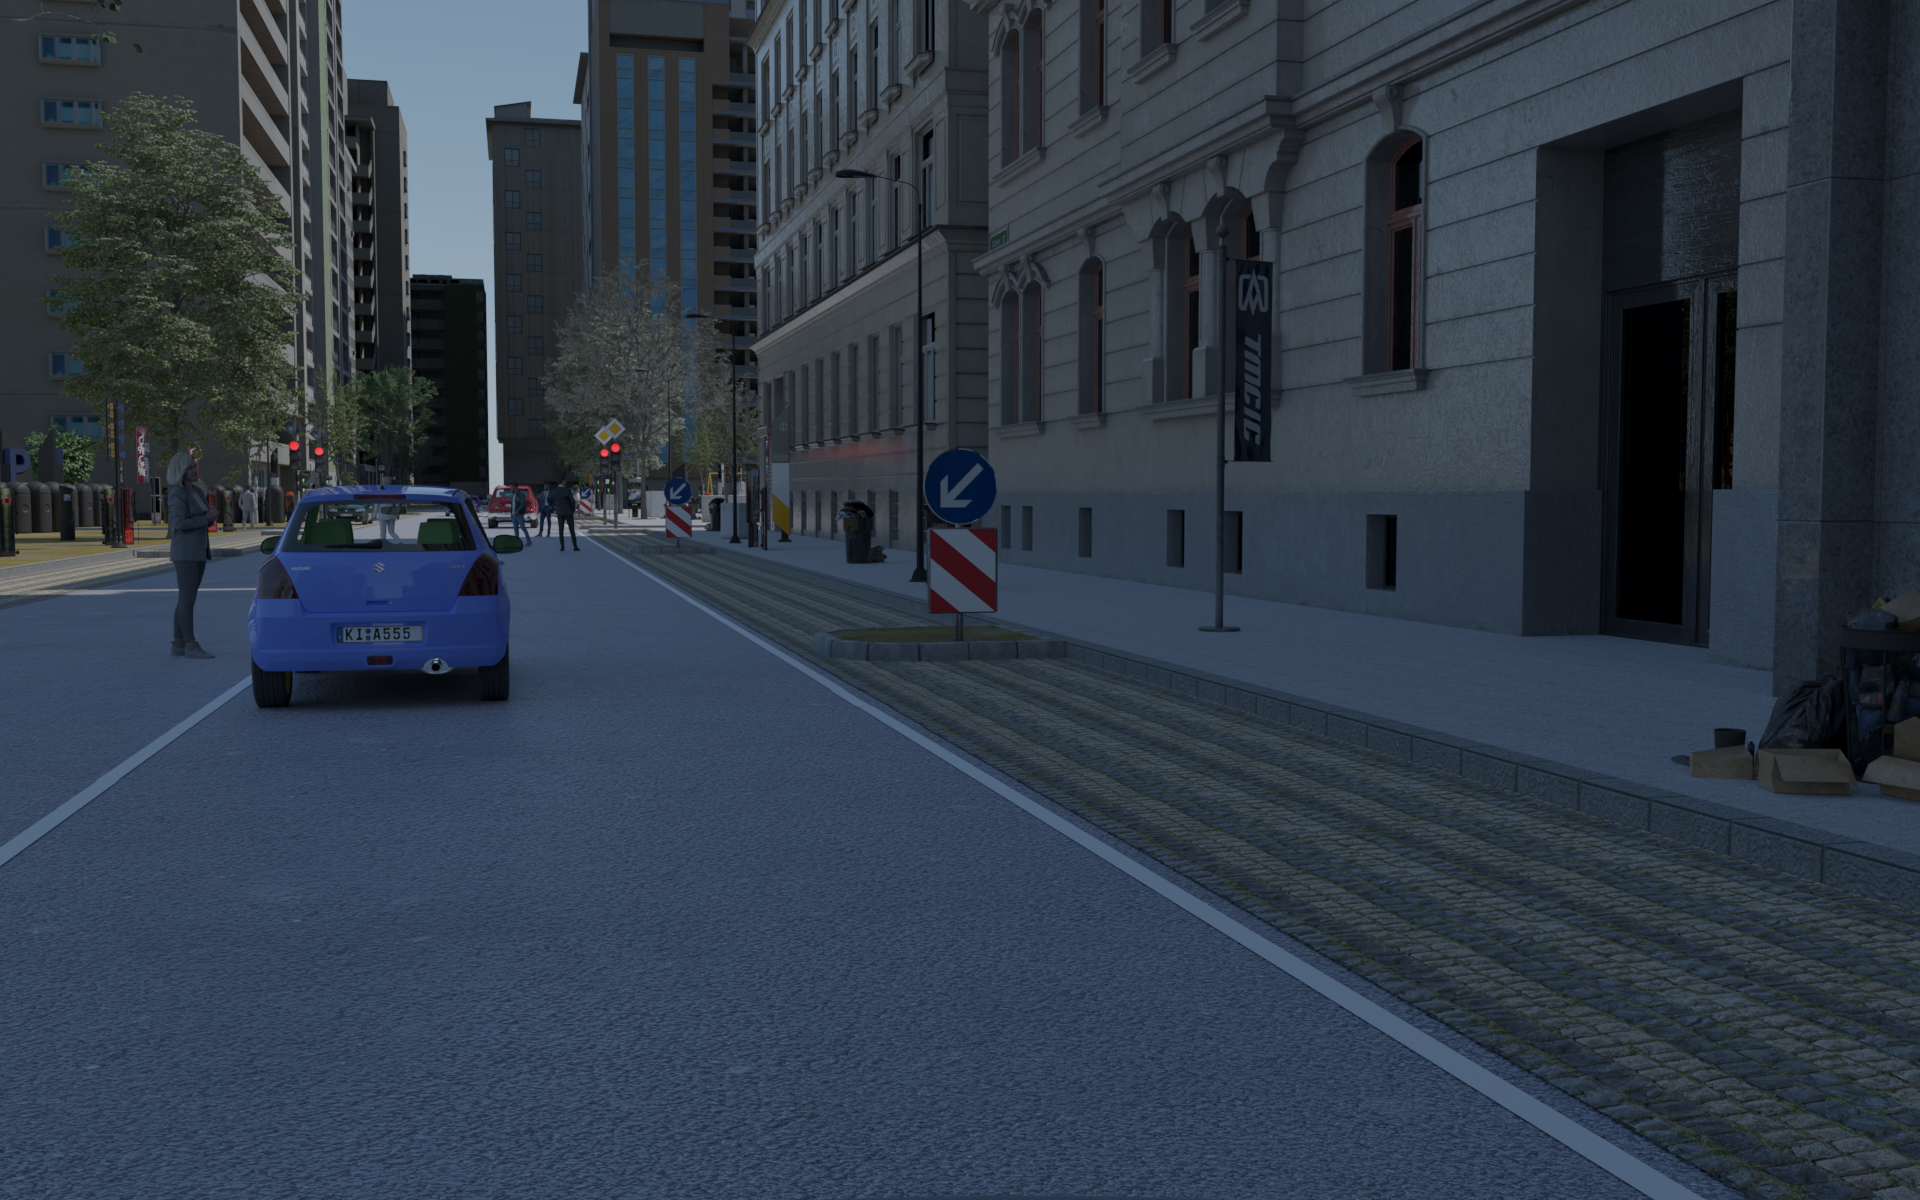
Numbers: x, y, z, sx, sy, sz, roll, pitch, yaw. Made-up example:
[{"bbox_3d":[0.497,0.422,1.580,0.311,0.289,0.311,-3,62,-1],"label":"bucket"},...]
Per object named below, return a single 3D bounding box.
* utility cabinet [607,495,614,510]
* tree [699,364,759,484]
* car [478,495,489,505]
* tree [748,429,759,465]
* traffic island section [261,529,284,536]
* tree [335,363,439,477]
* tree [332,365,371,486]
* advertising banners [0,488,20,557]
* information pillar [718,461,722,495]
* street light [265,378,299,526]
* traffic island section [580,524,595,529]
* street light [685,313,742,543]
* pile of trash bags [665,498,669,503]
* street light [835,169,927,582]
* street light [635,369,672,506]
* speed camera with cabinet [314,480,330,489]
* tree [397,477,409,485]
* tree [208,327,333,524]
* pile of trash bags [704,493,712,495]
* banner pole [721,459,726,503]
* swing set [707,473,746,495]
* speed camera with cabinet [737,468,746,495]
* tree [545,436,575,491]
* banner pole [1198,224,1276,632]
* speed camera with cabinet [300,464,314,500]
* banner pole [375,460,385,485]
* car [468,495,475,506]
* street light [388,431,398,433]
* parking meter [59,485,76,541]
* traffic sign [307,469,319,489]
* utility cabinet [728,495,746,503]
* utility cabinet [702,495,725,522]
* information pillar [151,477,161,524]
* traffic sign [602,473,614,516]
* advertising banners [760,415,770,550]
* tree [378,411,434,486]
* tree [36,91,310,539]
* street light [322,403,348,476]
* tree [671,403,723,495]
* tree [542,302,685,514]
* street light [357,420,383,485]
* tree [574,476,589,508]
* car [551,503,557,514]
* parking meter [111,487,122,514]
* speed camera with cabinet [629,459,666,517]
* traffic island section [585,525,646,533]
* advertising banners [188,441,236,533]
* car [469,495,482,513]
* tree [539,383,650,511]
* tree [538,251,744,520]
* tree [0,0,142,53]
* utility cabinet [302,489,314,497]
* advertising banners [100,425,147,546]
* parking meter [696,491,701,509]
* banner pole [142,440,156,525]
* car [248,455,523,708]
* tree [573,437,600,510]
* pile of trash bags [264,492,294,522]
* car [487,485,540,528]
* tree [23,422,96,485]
[{"bbox_3d":[-28.070,-7.815,138.930,1.020,1.237,0.306,0,4,-8],"label":"utility cabinet"},{"bbox_3d":[-12.730,-9.015,97.761,4.360,8.622,3.978,0,3,0],"label":"tree"},{"bbox_3d":[-54.615,-11.398,198.929,1.945,1.354,3.894,-1,4,-13],"label":"car"},{"bbox_3d":[-14.759,-11.587,139.814,4.737,8.622,4.395,0,3,0],"label":"tree"},{"bbox_3d":[-23.502,-2.389,61.346,2.009,0.180,2.903,-1,4,-14],"label":"traffic island section"},{"bbox_3d":[-45.118,-12.871,136.188,9.928,11.665,9.643,0,3,0],"label":"tree"},{"bbox_3d":[-34.988,-8.981,97.210,4.737,8.622,4.395,0,3,0],"label":"tree"},{"bbox_3d":[-19.543,-2.346,34.543,0.090,3.025,2.074,0,4,8],"label":"advertising banners"},{"bbox_3d":[-17.216,-8.123,124.170,0.183,3.616,0.504,-2,4,-31],"label":"information pillar"},{"bbox_3d":[-27.051,-5.908,69.137,1.470,5.913,1.316,-1,4,-14],"label":"street light"},{"bbox_3d":[-14.698,-3.031,71.840,2.009,0.180,2.903,-1,4,-14],"label":"traffic island section"},{"bbox_3d":[-6.380,-4.420,44.809,1.470,5.913,1.316,-1,4,-14],"label":"street light"},{"bbox_3d":[-21.844,-7.110,125.999,1.912,1.369,3.447,-2,4,-29],"label":"pile of trash bags"},{"bbox_3d":[-1.106,-3.211,25.047,1.470,5.913,1.316,-1,4,-14],"label":"street light"},{"bbox_3d":[-11.338,-5.614,64.332,1.470,5.913,1.316,-1,4,-14],"label":"street light"},{"bbox_3d":[-40.041,-7.069,109.910,2.038,3.252,0.660,3,5,44],"label":"speed camera with cabinet"},{"bbox_3d":[-55.891,-11.009,174.605,1.663,3.219,1.824,0,3,0],"label":"tree"},{"bbox_3d":[-29.990,-7.544,73.704,4.737,8.622,4.395,0,3,0],"label":"tree"},{"bbox_3d":[-13.887,-5.821,104.925,3.447,1.369,1.912,0,4,3],"label":"pile of trash bags"},{"bbox_3d":[-16.726,-8.108,122.581,0.401,3.779,0.863,1,4,15],"label":"banner pole"},{"bbox_3d":[-16.966,-7.969,127.905,3.119,2.851,2.862,-1,4,-21],"label":"swing set"},{"bbox_3d":[-16.238,-8.358,130.996,0.660,3.252,2.038,2,4,33],"label":"speed camera with cabinet"},{"bbox_3d":[-49.864,-16.283,216.595,4.360,8.622,3.978,0,3,0],"label":"tree"},{"bbox_3d":[2.632,-1.607,16.295,0.863,3.779,0.401,-2,4,-32],"label":"banner pole"},{"bbox_3d":[-42.794,-7.248,112.847,0.660,3.252,2.038,3,4,38],"label":"speed camera with cabinet"},{"bbox_3d":[-41.975,-8.274,125.291,0.863,3.779,0.401,0,4,-8],"label":"banner pole"},{"bbox_3d":[-32.516,-6.147,112.508,2.014,1.417,4.499,-1,4,-15],"label":"car"},{"bbox_3d":[-42.304,-9.518,128.166,1.470,5.913,1.316,-1,4,-14],"label":"street light"},{"bbox_3d":[-24.567,-2.400,47.651,0.372,1.533,0.369,0,3,0],"label":"parking meter"},{"bbox_3d":[-31.496,-5.182,84.729,0.884,2.594,0.081,-1,4,-8],"label":"traffic sign"},{"bbox_3d":[-11.874,-4.982,92.613,1.020,1.237,0.306,-2,4,-29],"label":"utility cabinet"},{"bbox_3d":[-11.186,-4.122,78.556,1.020,1.237,0.306,-1,4,-18],"label":"utility cabinet"},{"bbox_3d":[-35.052,-4.343,75.494,0.304,2.012,0.304,-3,5,-44],"label":"information pillar"},{"bbox_3d":[-20.695,-6.250,102.188,0.884,2.594,0.081,-1,4,-12],"label":"traffic sign"},{"bbox_3d":[-4.456,-2.651,39.536,0.090,3.025,2.074,-1,4,-10],"label":"advertising banners"},{"bbox_3d":[-50.209,-12.680,157.686,4.360,8.622,3.978,0,3,0],"label":"tree"},{"bbox_3d":[-22.565,-8.062,49.938,7.486,12.596,7.792,0,3,0],"label":"tree"},{"bbox_3d":[-31.995,-7.102,88.663,1.470,5.913,1.316,-1,4,-14],"label":"street light"},{"bbox_3d":[-20.245,-11.328,135.574,4.737,8.622,4.395,0,3,0],"label":"tree"},{"bbox_3d":[-22.630,-12.671,113.831,9.857,13.997,8.962,0,3,0],"label":"tree"},{"bbox_3d":[-37.111,-8.312,108.438,1.470,5.913,1.316,-1,4,-14],"label":"street light"},{"bbox_3d":[-35.271,-10.140,160.383,1.663,3.219,1.824,0,3,0],"label":"tree"},{"bbox_3d":[-29.100,-6.980,126.708,1.945,1.354,3.894,-1,4,-15],"label":"car"},{"bbox_3d":[-28.293,-3.040,58.117,0.372,1.533,0.369,0,3,0],"label":"parking meter"},{"bbox_3d":[-17.558,-6.293,97.219,2.038,3.252,0.660,-3,5,-41],"label":"speed camera with cabinet"},{"bbox_3d":[-12.709,-2.558,64.105,2.009,0.180,2.903,-1,4,-14],"label":"traffic island section"},{"bbox_3d":[-24.915,-3.758,57.627,0.090,3.025,2.074,1,4,20],"label":"advertising banners"},{"bbox_3d":[-37.746,-7.382,133.277,1.945,1.354,3.894,-1,4,-13],"label":"car"},{"bbox_3d":[-27.862,-12.162,133.269,8.767,10.594,7.601,-2,4,-23],"label":"tree"},{"bbox_3d":[-16.089,-10.837,87.555,12.009,13.543,11.850,0,3,0],"label":"tree"},{"bbox_3d":[-17.397,-10.338,24.912,12.611,20.169,13.585,0,3,0],"label":"tree"},{"bbox_3d":[-31.244,-4.561,83.246,0.318,1.500,1.173,-3,5,-43],"label":"utility cabinet"},{"bbox_3d":[-21.051,-2.906,43.701,0.090,3.025,2.074,0,4,5],"label":"advertising banners"},{"bbox_3d":[-22.313,-8.529,147.853,0.372,1.533,0.369,0,3,0],"label":"parking meter"},{"bbox_3d":[-33.157,-4.945,70.862,0.863,3.779,0.401,2,4,23],"label":"banner pole"},{"bbox_3d":[-4.286,-0.213,13.075,1.945,1.707,3.694,-1,4,-16],"label":"car"},{"bbox_3d":[-29.742,-11.607,140.144,4.737,8.622,4.395,0,3,0],"label":"tree"},{"bbox_3d":[-31.172,-4.299,80.037,1.912,1.369,3.447,-1,4,-14],"label":"pile of trash bags"},{"bbox_3d":[-19.064,-3.994,73.979,2.281,1.827,5.304,-1,4,-13],"label":"car"},{"bbox_3d":[-41.241,-5.852,79.387,4.285,4.588,4.351,0,3,0],"label":"tree"}]
